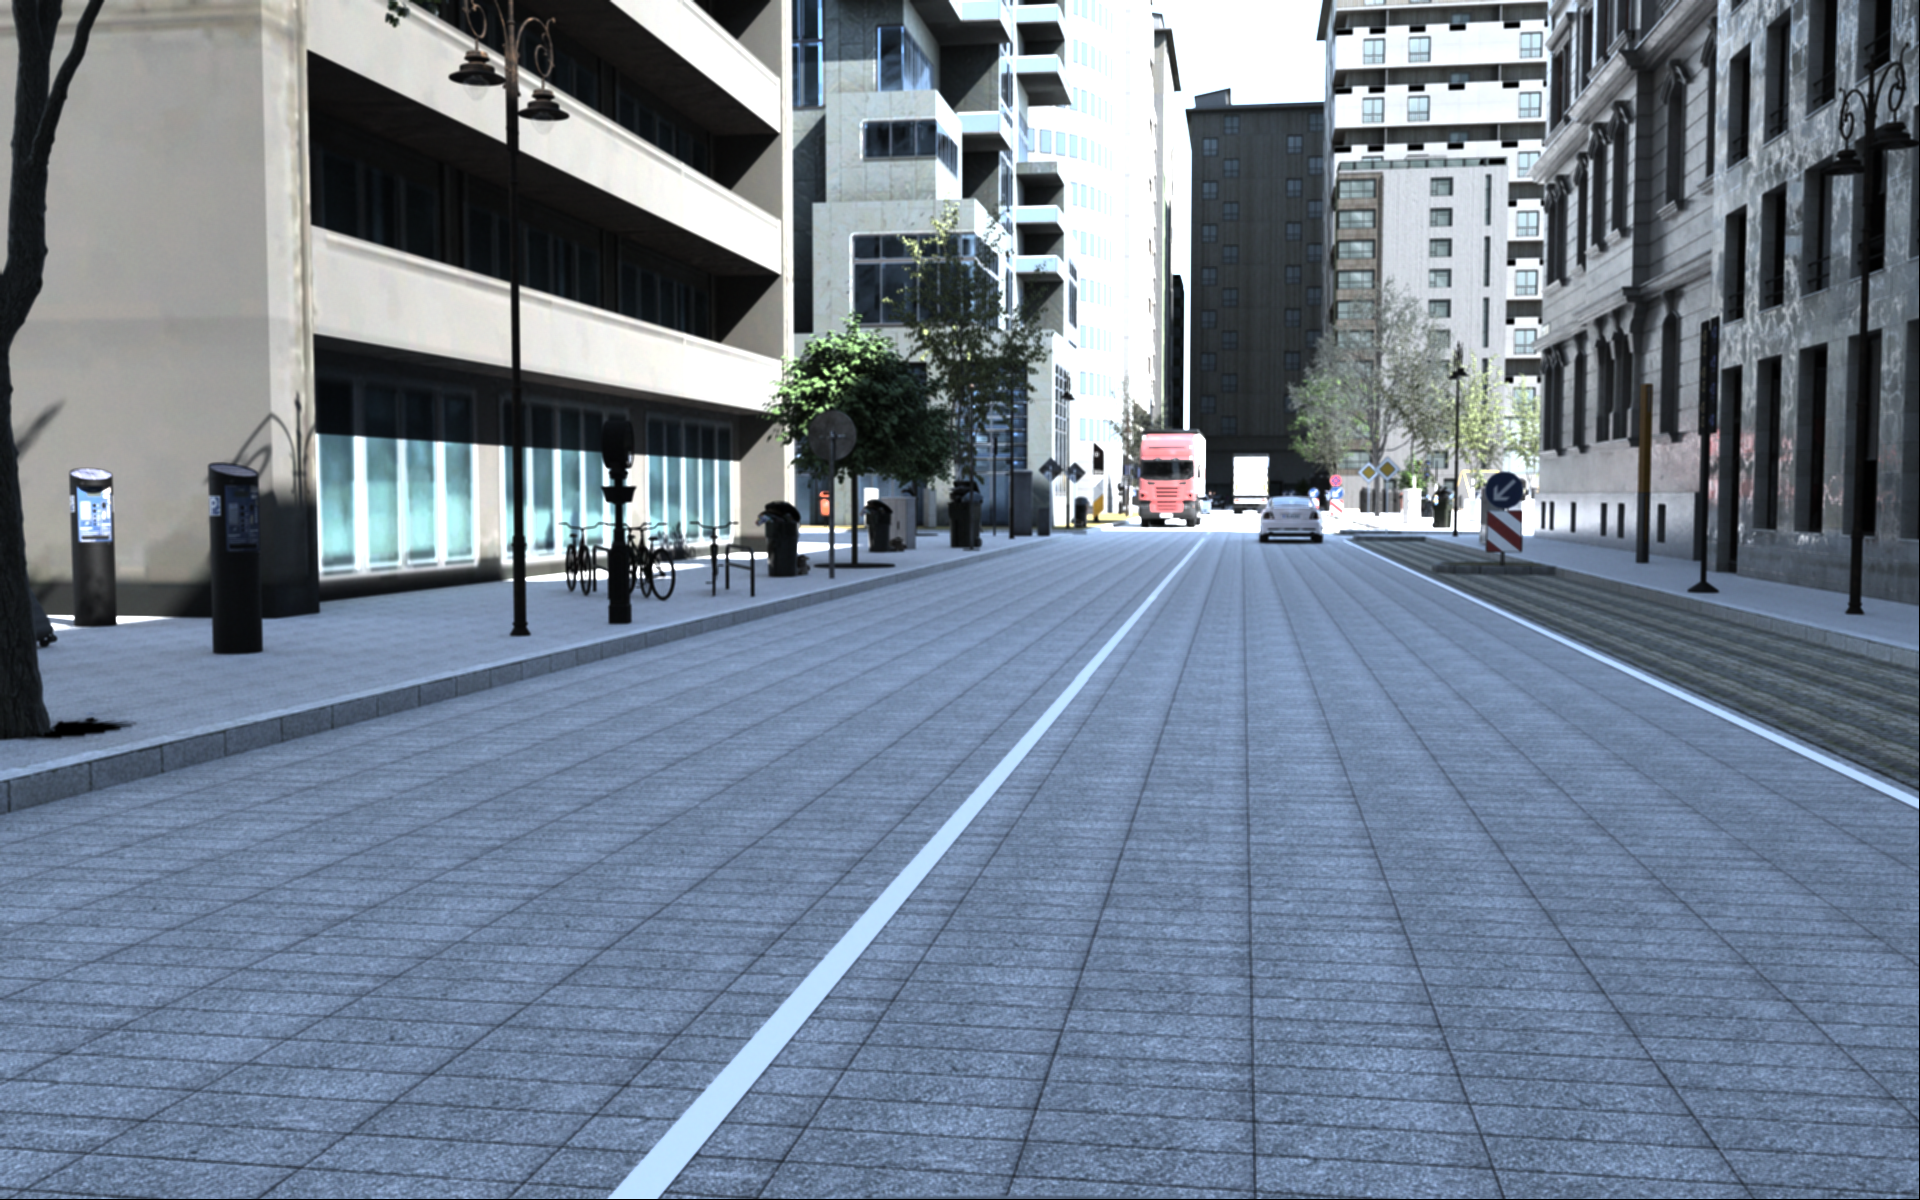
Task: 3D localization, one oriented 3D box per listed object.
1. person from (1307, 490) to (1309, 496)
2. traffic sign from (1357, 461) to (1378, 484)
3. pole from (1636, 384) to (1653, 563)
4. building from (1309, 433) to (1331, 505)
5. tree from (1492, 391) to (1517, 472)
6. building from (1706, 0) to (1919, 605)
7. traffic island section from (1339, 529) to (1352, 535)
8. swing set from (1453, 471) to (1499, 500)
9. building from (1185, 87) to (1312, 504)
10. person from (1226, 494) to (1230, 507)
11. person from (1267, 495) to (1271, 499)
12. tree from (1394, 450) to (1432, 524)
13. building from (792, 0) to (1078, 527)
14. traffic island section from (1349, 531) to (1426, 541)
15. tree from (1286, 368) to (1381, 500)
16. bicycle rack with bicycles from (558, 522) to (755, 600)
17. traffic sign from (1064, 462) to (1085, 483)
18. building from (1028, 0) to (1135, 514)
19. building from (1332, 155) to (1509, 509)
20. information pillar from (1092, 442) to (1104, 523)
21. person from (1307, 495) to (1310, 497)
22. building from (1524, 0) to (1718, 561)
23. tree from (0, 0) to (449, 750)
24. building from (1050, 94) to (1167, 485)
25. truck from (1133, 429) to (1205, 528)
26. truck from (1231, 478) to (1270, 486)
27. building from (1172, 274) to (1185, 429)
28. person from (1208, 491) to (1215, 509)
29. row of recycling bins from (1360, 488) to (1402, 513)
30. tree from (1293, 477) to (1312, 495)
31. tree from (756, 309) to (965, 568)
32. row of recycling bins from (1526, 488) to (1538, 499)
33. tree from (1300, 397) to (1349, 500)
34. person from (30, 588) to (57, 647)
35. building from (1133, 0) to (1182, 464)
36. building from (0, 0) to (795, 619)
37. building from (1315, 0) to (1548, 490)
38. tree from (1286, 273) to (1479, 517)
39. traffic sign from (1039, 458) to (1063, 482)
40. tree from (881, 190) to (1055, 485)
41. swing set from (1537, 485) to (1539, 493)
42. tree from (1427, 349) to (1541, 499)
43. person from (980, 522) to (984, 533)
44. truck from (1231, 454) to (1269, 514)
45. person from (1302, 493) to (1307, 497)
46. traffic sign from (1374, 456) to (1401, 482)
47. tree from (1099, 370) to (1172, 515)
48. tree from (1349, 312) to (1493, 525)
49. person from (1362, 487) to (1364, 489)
[{"bbox_3d":[36.456,-10.693,181.582,0.721,1.736,1.217,1,4,11],"label":"person"},{"bbox_3d":[14.519,-3.626,61.479,0.795,2.593,0.064,1,4,9],"label":"traffic sign"},{"bbox_3d":[12.716,-2.344,32.173,0.158,3.312,0.155,0,3,0],"label":"pole"},{"bbox_3d":[50.758,-46.333,195.795,20.563,71.187,20.611,1,4,9],"label":"building"},{"bbox_3d":[36.577,-10.430,120.900,4.360,8.622,3.978,0,3,0],"label":"tree"},{"bbox_3d":[16.323,-10.077,19.505,10.420,20.320,16.860,1,4,9],"label":"building"},{"bbox_3d":[14.544,-2.402,61.558,2.009,0.180,2.903,1,4,9],"label":"traffic island section"},{"bbox_3d":[35.214,-7.301,116.993,3.119,2.851,2.862,-1,4,-20],"label":"swing set"},{"bbox_3d":[44.177,-39.296,231.720,27.495,52.752,28.713,1,4,9],"label":"building"},{"bbox_3d":[30.674,-11.459,199.072,0.599,1.433,0.991,-2,4,-33],"label":"person"},{"bbox_3d":[36.095,-11.679,202.634,0.799,1.438,0.628,1,4,19],"label":"person"},{"bbox_3d":[19.892,-4.956,75.632,1.663,3.219,1.824,0,3,0],"label":"tree"},{"bbox_3d":[-4.896,-47.088,82.562,22.319,86.520,31.000,1,4,9],"label":"building"},{"bbox_3d":[13.259,-1.920,53.677,2.009,0.180,2.903,1,4,9],"label":"traffic island section"},{"bbox_3d":[30.453,-13.172,141.121,9.928,11.665,9.643,0,3,0],"label":"tree"},{"bbox_3d":[-3.784,-0.530,22.040,2.852,0.926,2.925,-1,4,-17],"label":"bicycle rack with bicycles"},{"bbox_3d":[4.165,-3.730,63.182,0.795,2.593,0.064,1,4,9],"label":"traffic sign"},{"bbox_3d":[0.769,-35.384,120.526,21.231,58.520,28.212,1,4,9],"label":"building"},{"bbox_3d":[39.851,-23.265,152.084,14.160,30.474,14.107,1,4,9],"label":"building"},{"bbox_3d":[6.201,-5.285,77.759,0.504,3.616,0.183,-1,4,-9],"label":"information pillar"},{"bbox_3d":[34.812,-9.993,172.694,1.065,1.426,0.557,3,5,41],"label":"person"},{"bbox_3d":[21.453,-15.380,38.855,14.401,28.519,23.554,1,4,9],"label":"building"},{"bbox_3d":[-5.147,-5.094,9.040,9.928,11.665,9.643,0,3,0],"label":"tree"},{"bbox_3d":[13.129,-29.930,172.954,14.154,41.232,14.086,1,4,9],"label":"building"},{"bbox_3d":[9.503,-5.408,77.330,2.839,4.237,11.283,1,4,10],"label":"truck"},{"bbox_3d":[25.921,-9.686,154.286,3.469,3.379,9.791,1,4,9],"label":"truck"},{"bbox_3d":[22.471,-27.941,228.529,14.107,30.474,14.160,1,4,9],"label":"building"},{"bbox_3d":[22.193,-8.769,152.667,0.742,1.727,0.445,2,4,33],"label":"person"},{"bbox_3d":[28.365,-6.692,116.534,3.534,1.692,1.069,-2,4,-32],"label":"row of recycling bins"},{"bbox_3d":[39.112,-12.379,196.991,1.663,3.219,1.824,0,3,0],"label":"tree"},{"bbox_3d":[-1.944,-2.866,30.571,4.285,4.588,4.351,0,3,0],"label":"tree"},{"bbox_3d":[36.869,-6.362,111.129,1.069,1.692,3.534,1,4,19],"label":"row of recycling bins"},{"bbox_3d":[27.649,-10.902,128.607,4.360,8.622,3.978,0,3,0],"label":"tree"},{"bbox_3d":[-8.358,-0.486,14.205,1.509,1.804,0.699,0,4,0],"label":"person"},{"bbox_3d":[10.879,-37.245,198.187,27.495,52.752,28.713,1,4,9],"label":"building"},{"bbox_3d":[-15.871,-24.753,28.412,21.300,48.544,21.600,1,4,9],"label":"building"},{"bbox_3d":[50.030,-35.585,171.050,28.713,52.752,27.495,1,4,9],"label":"building"},{"bbox_3d":[23.496,-11.428,97.223,12.009,13.543,11.850,0,3,0],"label":"tree"},{"bbox_3d":[2.880,-3.248,55.301,0.795,2.593,0.064,1,4,9],"label":"traffic sign"},{"bbox_3d":[0.207,-5.670,43.059,4.737,8.622,4.395,0,3,0],"label":"tree"},{"bbox_3d":[42.050,-7.566,121.320,2.862,2.851,3.119,-2,4,-25],"label":"swing set"},{"bbox_3d":[25.577,-8.348,86.847,4.737,8.622,4.395,0,3,0],"label":"tree"},{"bbox_3d":[0.592,-3.230,61.532,0.478,1.798,0.641,-3,4,-38],"label":"person"},{"bbox_3d":[21.154,-8.401,126.267,2.839,4.237,11.283,1,4,9],"label":"truck"},{"bbox_3d":[39.895,-11.829,200.185,0.721,1.736,1.217,3,5,41],"label":"person"},{"bbox_3d":[13.234,-3.144,53.598,0.795,2.593,0.064,1,4,9],"label":"traffic sign"},{"bbox_3d":[10.444,-9.375,103.650,4.360,8.622,3.978,0,3,0],"label":"tree"},{"bbox_3d":[18.774,-7.351,70.545,4.360,8.622,3.978,0,3,0],"label":"tree"},{"bbox_3d":[32.213,-8.101,138.493,0.705,1.824,1.348,0,4,4],"label":"person"}]
